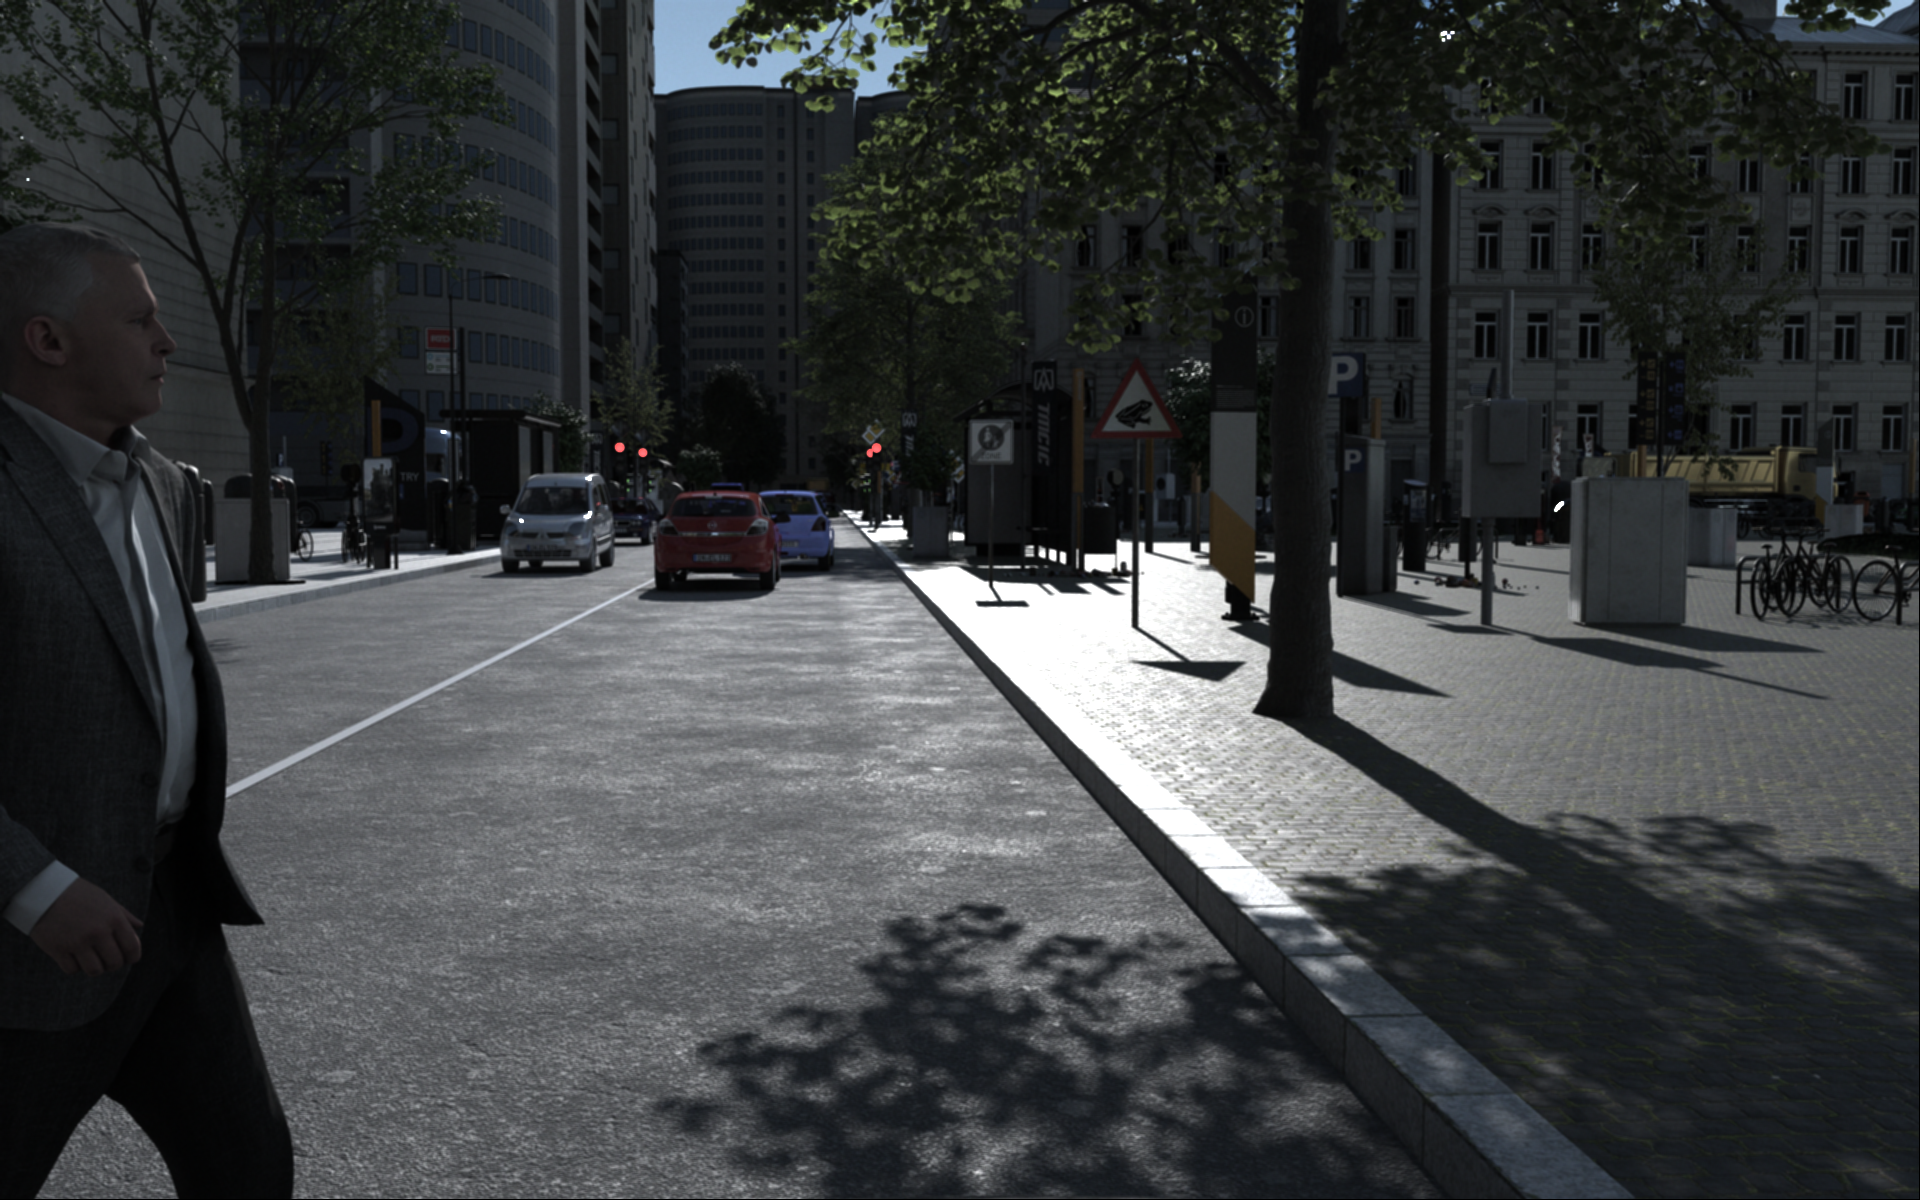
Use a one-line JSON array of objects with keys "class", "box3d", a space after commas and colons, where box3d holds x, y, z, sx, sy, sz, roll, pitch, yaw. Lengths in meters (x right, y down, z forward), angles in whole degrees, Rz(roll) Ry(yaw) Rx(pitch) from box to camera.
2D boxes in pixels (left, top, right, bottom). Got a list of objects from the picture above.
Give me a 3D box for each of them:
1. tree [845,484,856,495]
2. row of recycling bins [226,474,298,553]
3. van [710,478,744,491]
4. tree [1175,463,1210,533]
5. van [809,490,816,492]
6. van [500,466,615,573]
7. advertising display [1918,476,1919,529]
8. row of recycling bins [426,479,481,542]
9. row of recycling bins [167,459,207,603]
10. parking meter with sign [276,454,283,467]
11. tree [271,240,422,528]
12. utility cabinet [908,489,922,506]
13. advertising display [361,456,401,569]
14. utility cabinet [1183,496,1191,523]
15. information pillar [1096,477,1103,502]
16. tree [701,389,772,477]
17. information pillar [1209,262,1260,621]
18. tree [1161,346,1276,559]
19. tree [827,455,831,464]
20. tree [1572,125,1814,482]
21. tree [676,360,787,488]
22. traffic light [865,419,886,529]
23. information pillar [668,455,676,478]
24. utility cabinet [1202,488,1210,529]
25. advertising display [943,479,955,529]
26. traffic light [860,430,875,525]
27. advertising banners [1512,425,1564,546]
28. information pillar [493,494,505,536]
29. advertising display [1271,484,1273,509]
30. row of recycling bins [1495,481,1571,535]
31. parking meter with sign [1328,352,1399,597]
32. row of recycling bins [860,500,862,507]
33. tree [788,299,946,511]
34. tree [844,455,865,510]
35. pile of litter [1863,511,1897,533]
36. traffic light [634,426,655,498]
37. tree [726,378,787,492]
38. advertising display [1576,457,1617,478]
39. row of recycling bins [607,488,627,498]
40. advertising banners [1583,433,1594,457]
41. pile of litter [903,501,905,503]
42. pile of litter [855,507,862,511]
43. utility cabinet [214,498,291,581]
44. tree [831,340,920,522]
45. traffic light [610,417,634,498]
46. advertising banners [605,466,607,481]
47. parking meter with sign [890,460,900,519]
[{"class": "tree", "box3d": [-13.554, -13.416, 213.948, 1.663, 3.219, 1.824, 0, 3, 0]}, {"class": "row of recycling bins", "box3d": [-14.829, -1.809, 36.693, 1.069, 1.692, 3.534, -1, 4, -10]}, {"class": "van", "box3d": [-12.828, -5.565, 95.377, 2.240, 2.365, 5.245, 0, 4, -6]}, {"class": "tree", "box3d": [7.903, -3.859, 57.701, 1.663, 3.219, 1.824, 0, 3, 0]}, {"class": "van", "box3d": [-14.148, -9.943, 169.584, 2.013, 2.044, 4.112, 0, 4, -5]}, {"class": "van", "box3d": [-7.623, -1.589, 32.988, 2.013, 2.044, 4.112, 0, 4, -4]}, {"class": "advertising display", "box3d": [17.335, -1.539, 30.381, 0.974, 1.923, 0.123, 0, 4, 3]}, {"class": "row of recycling bins", "box3d": [-13.916, -2.482, 47.693, 1.069, 1.692, 3.534, 0, 4, -3]}, {"class": "row of recycling bins", "box3d": [-9.516, -0.742, 19.243, 1.069, 1.692, 3.534, 0, 4, 2]}, {"class": "parking meter with sign", "box3d": [-30.103, -4.794, 74.647, 1.738, 3.016, 0.543, 0, 4, 0]}, {"class": "tree", "box3d": [-17.353, -6.022, 48.829, 4.737, 8.622, 4.395, 0, 3, 0]}, {"class": "utility cabinet", "box3d": [-2.138, -4.554, 83.138, 0.318, 1.500, 1.173, -1, 4, -22]}, {"class": "advertising display", "box3d": [-9.944, -1.501, 29.752, 0.974, 1.923, 0.123, 3, 5, 39]}, {"class": "utility cabinet", "box3d": [10.065, -3.965, 75.991, 0.306, 1.237, 1.020, 2, 4, 25]}, {"class": "information pillar", "box3d": [6.115, -4.362, 75.809, 0.304, 2.012, 0.304, 0, 4, 2]}, {"class": "tree", "box3d": [-22.005, -14.777, 167.357, 9.928, 11.665, 9.643, 0, 3, 0]}, {"class": "information pillar", "box3d": [2.783, -1.602, 17.545, 0.504, 3.616, 0.183, -1, 4, -15]}, {"class": "tree", "box3d": [5.550, -3.130, 34.897, 4.285, 4.588, 4.351, 0, 3, 0]}, {"class": "tree", "box3d": [-12.802, -15.052, 196.455, 4.360, 8.622, 3.978, 0, 3, 0]}, {"class": "tree", "box3d": [14.185, -5.137, 34.351, 4.737, 8.622, 4.395, 0, 3, 0]}, {"class": "tree", "box3d": [-19.609, -14.117, 147.821, 9.611, 12.733, 9.660, 0, 3, 0]}, {"class": "traffic light", "box3d": [-3.114, -4.601, 64.148, 0.839, 4.253, 0.868, 0, 4, -4]}, {"class": "information pillar", "box3d": [-17.344, -6.912, 104.365, 0.183, 3.616, 0.504, 3, 5, 45]}, {"class": "utility cabinet", "box3d": [9.293, -3.277, 62.263, 1.173, 1.500, 0.318, 0, 4, 6]}, {"class": "advertising display", "box3d": [-0.400, -3.623, 64.452, 0.123, 1.923, 0.974, 1, 4, 19]}, {"class": "traffic light", "box3d": [-3.729, -5.088, 72.109, 0.839, 4.253, 0.868, 0, 4, -4]}, {"class": "advertising banners", "box3d": [14.579, -2.901, 43.620, 2.074, 3.025, 0.090, -3, 4, -37]}, {"class": "information pillar", "box3d": [-13.658, -2.865, 51.337, 0.304, 2.012, 0.304, 0, 4, -4]}, {"class": "advertising display", "box3d": [10.434, -3.137, 56.504, 0.123, 1.923, 0.974, 3, 5, 40]}, {"class": "row of recycling bins", "box3d": [18.717, -2.930, 55.018, 3.534, 1.692, 1.069, 0, 4, 4]}, {"class": "parking meter with sign", "box3d": [5.165, -1.586, 22.186, 0.543, 3.016, 1.738, 2, 4, 31]}, {"class": "row of recycling bins", "box3d": [-6.860, -7.946, 137.027, 1.069, 1.692, 3.534, 2, 4, 27]}, {"class": "tree", "box3d": [-5.344, -11.891, 104.795, 12.009, 13.543, 11.850, 0, 3, 0]}, {"class": "tree", "box3d": [-7.877, -9.621, 141.023, 4.285, 4.588, 4.351, 0, 3, 0]}, {"class": "pile of litter", "box3d": [27.720, -2.362, 52.589, 1.719, 0.858, 1.176, -2, 4, -23]}, {"class": "traffic light", "box3d": [-13.012, -5.043, 71.378, 0.839, 4.253, 0.868, 0, 4, -4]}, {"class": "tree", "box3d": [-23.635, -17.428, 191.600, 9.857, 13.997, 8.962, 0, 3, 0]}, {"class": "advertising display", "box3d": [11.051, -1.523, 30.114, 0.974, 1.923, 0.123, -2, 4, -34]}, {"class": "row of recycling bins", "box3d": [-16.056, -4.502, 80.725, 1.069, 1.692, 3.534, 0, 4, -8]}, {"class": "advertising banners", "box3d": [18.762, -3.325, 50.549, 2.074, 3.025, 0.090, -3, 4, -36]}, {"class": "pile of litter", "box3d": [-4.005, -7.093, 129.927, 1.176, 0.858, 1.719, -1, 4, -21]}, {"class": "pile of litter", "box3d": [-7.397, -7.285, 133.078, 1.176, 0.858, 1.719, -2, 4, -27]}, {"class": "utility cabinet", "box3d": [-10.546, -0.897, 25.823, 1.020, 1.237, 0.306, -1, 4, -17]}, {"class": "tree", "box3d": [-3.665, -7.929, 80.003, 4.360, 8.622, 3.978, 0, 3, 0]}, {"class": "traffic light", "box3d": [-12.396, -4.556, 63.417, 0.839, 4.253, 0.868, 0, 4, -4]}, {"class": "advertising banners", "box3d": [-22.095, -6.817, 107.642, 0.090, 3.025, 2.074, -1, 4, -20]}, {"class": "parking meter with sign", "box3d": [-3.295, -5.627, 88.264, 0.543, 3.016, 1.738, 0, 4, -1]}]
